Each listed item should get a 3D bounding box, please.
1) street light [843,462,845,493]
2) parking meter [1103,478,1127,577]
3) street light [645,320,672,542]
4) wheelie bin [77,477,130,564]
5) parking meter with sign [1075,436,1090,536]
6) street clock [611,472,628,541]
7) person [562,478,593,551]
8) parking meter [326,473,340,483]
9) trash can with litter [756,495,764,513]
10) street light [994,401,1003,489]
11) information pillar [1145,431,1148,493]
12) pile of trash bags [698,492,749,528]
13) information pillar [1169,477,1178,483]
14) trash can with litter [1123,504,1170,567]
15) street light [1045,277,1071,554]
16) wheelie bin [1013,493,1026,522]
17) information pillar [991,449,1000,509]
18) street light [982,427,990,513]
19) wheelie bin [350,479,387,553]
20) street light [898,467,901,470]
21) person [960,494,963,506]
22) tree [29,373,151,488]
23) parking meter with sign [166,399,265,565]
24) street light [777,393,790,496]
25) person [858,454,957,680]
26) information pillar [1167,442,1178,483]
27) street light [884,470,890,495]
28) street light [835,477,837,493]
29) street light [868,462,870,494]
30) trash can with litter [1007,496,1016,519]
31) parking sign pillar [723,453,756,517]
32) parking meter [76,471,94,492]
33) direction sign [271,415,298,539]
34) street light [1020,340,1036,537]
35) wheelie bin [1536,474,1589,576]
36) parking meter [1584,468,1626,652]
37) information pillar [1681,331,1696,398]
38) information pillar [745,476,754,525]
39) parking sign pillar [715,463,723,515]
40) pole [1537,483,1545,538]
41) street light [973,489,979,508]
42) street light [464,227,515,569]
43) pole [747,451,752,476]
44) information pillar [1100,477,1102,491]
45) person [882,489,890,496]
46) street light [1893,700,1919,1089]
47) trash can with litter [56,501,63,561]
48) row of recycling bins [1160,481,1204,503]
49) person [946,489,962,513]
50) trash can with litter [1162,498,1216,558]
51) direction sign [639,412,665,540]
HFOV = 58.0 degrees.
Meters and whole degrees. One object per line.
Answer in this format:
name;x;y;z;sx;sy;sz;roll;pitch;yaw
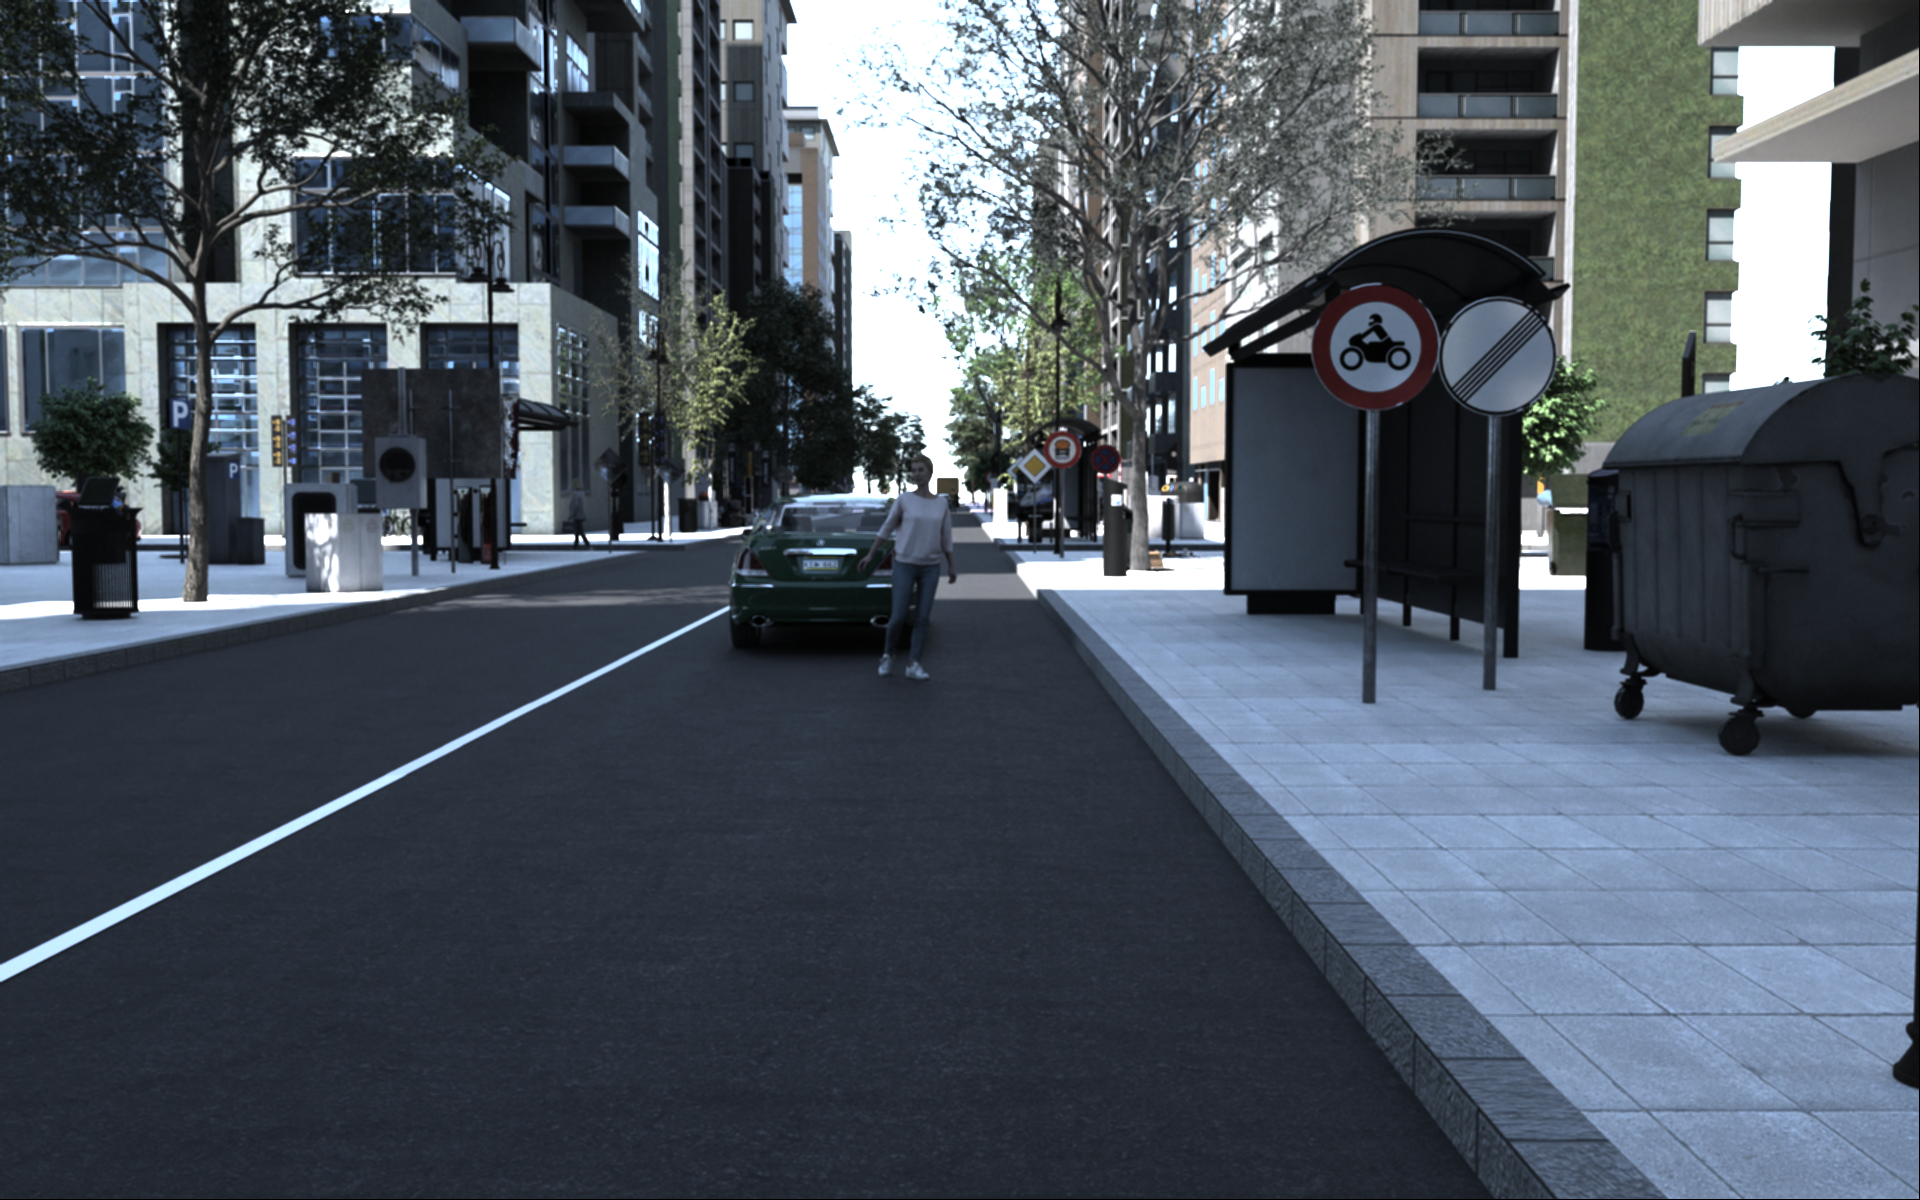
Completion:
street light;-8.185;-9.138;122.201;0.468;5.910;1.993;0;3;0
parking meter;2.409;-1.130;26.880;0.372;1.533;0.369;0;3;0
street light;-8.032;-4.492;46.234;0.468;5.910;1.993;0;3;0
wheelie bin;-15.823;-1.473;31.988;0.980;1.594;0.693;0;4;7
parking meter with sign;3.789;-3.480;53.155;0.543;3.016;1.738;0;4;-3
street clock;-9.533;-2.641;47.753;0.471;2.002;0.358;3;5;44
person;-8.933;-1.945;40.489;0.728;1.800;0.709;1;4;11
parking meter;-17.122;-2.545;47.327;0.255;1.863;0.399;-3;5;-43
trash can with litter;-13.833;-6.642;119.656;1.678;1.210;2.233;0;4;2
street light;1.928;-6.932;86.133;0.468;5.910;1.993;0;3;0
information pillar;6.902;-4.471;64.450;0.183;3.616;0.504;0;4;-3
pile of trash bags;-9.313;-3.454;66.233;1.912;1.369;3.447;0;4;8
information pillar;8.980;-4.190;72.995;0.304;2.012;0.304;2;4;30
trash can with litter;3.127;-1.157;30.307;1.055;1.170;0.624;0;4;0
street light;2.089;-3.928;37.017;0.468;5.910;1.993;0;3;0
wheelie bin;2.920;-4.342;78.902;0.980;1.594;0.693;0;4;8
information pillar;1.836;-5.996;89.392;0.504;3.616;0.183;0;4;-3
street light;1.835;-9.018;120.232;0.468;5.910;1.993;0;3;0
wheelie bin;-12.778;-1.793;37.218;0.980;1.594;0.693;-1;4;-14
street light;-8.404;-16.289;239.116;0.468;5.910;1.993;0;3;0
person;0.104;-12.364;213.875;0.599;1.433;0.991;-1;4;-18
tree;-23.605;-3.877;47.097;4.285;4.588;4.351;0;3;0
parking meter with sign;-13.581;-2.168;31.704;1.738;3.016;0.543;1;4;16
street light;-8.111;-6.536;79.647;0.468;5.910;1.993;0;3;0
person;-0.455;-0.264;13.493;0.731;1.740;0.598;-2;4;-27
information pillar;9.516;-5.278;77.647;0.504;3.616;0.183;1;4;19
street light;-8.391;-14.244;205.684;0.468;5.910;1.993;0;3;0
street light;-8.167;-8.631;113.906;0.468;5.910;1.993;0;3;0
street light;-8.217;-11.213;156.119;0.468;5.910;1.993;0;3;0
trash can with litter;2.688;-4.719;88.538;0.624;1.170;1.055;-1;4;-11
parking sign pillar;-12.075;-6.602;96.416;1.447;3.967;1.447;-2;4;-31
parking meter;-22.548;-2.385;44.701;0.399;1.863;0.255;-3;5;-45
direction sign;-19.411;-3.537;49.821;0.876;3.537;0.379;1;4;21
street light;2.033;-4.853;52.142;0.468;5.910;1.993;0;3;0
wheelie bin;9.551;-1.181;27.218;0.980;1.594;0.693;1;4;8
parking meter;5.347;-0.357;14.243;0.372;1.533;0.369;0;3;0
information pillar;10.414;-2.047;24.823;0.183;3.616;0.504;2;4;34
information pillar;-8.711;-4.102;71.562;0.304;2.012;0.304;0;4;6
parking sign pillar;-14.527;-7.041;103.598;1.447;3.967;1.447;1;4;10
pole;16.947;-3.464;50.486;0.158;3.312;0.155;0;3;0
street light;1.714;-11.610;162.618;0.468;5.910;1.993;0;3;0
street light;-7.979;-3.470;29.515;0.468;5.910;1.993;0;3;0
pole;-10.015;-5.425;82.549;0.158;3.312;0.155;0;3;0
information pillar;9.786;-7.778;118.528;0.504;3.616;0.183;1;4;19
person;-5.728;-7.573;132.458;1.348;1.807;0.705;-1;4;-19
street light;2.139;-1.885;3.604;0.468;5.910;1.993;0;3;0
trash can with litter;-17.515;-1.301;32.665;1.055;1.170;0.624;0;4;1
row of recycling bins;7.341;-3.053;57.024;1.069;1.692;3.534;0;4;-4
person;-0.502;-7.518;131.449;1.348;1.821;0.705;0;4;-1
trash can with litter;4.386;-1.510;35.752;1.678;1.210;2.233;0;4;4
direction sign;-8.532;-3.428;48.047;0.876;3.537;0.379;2;4;27
